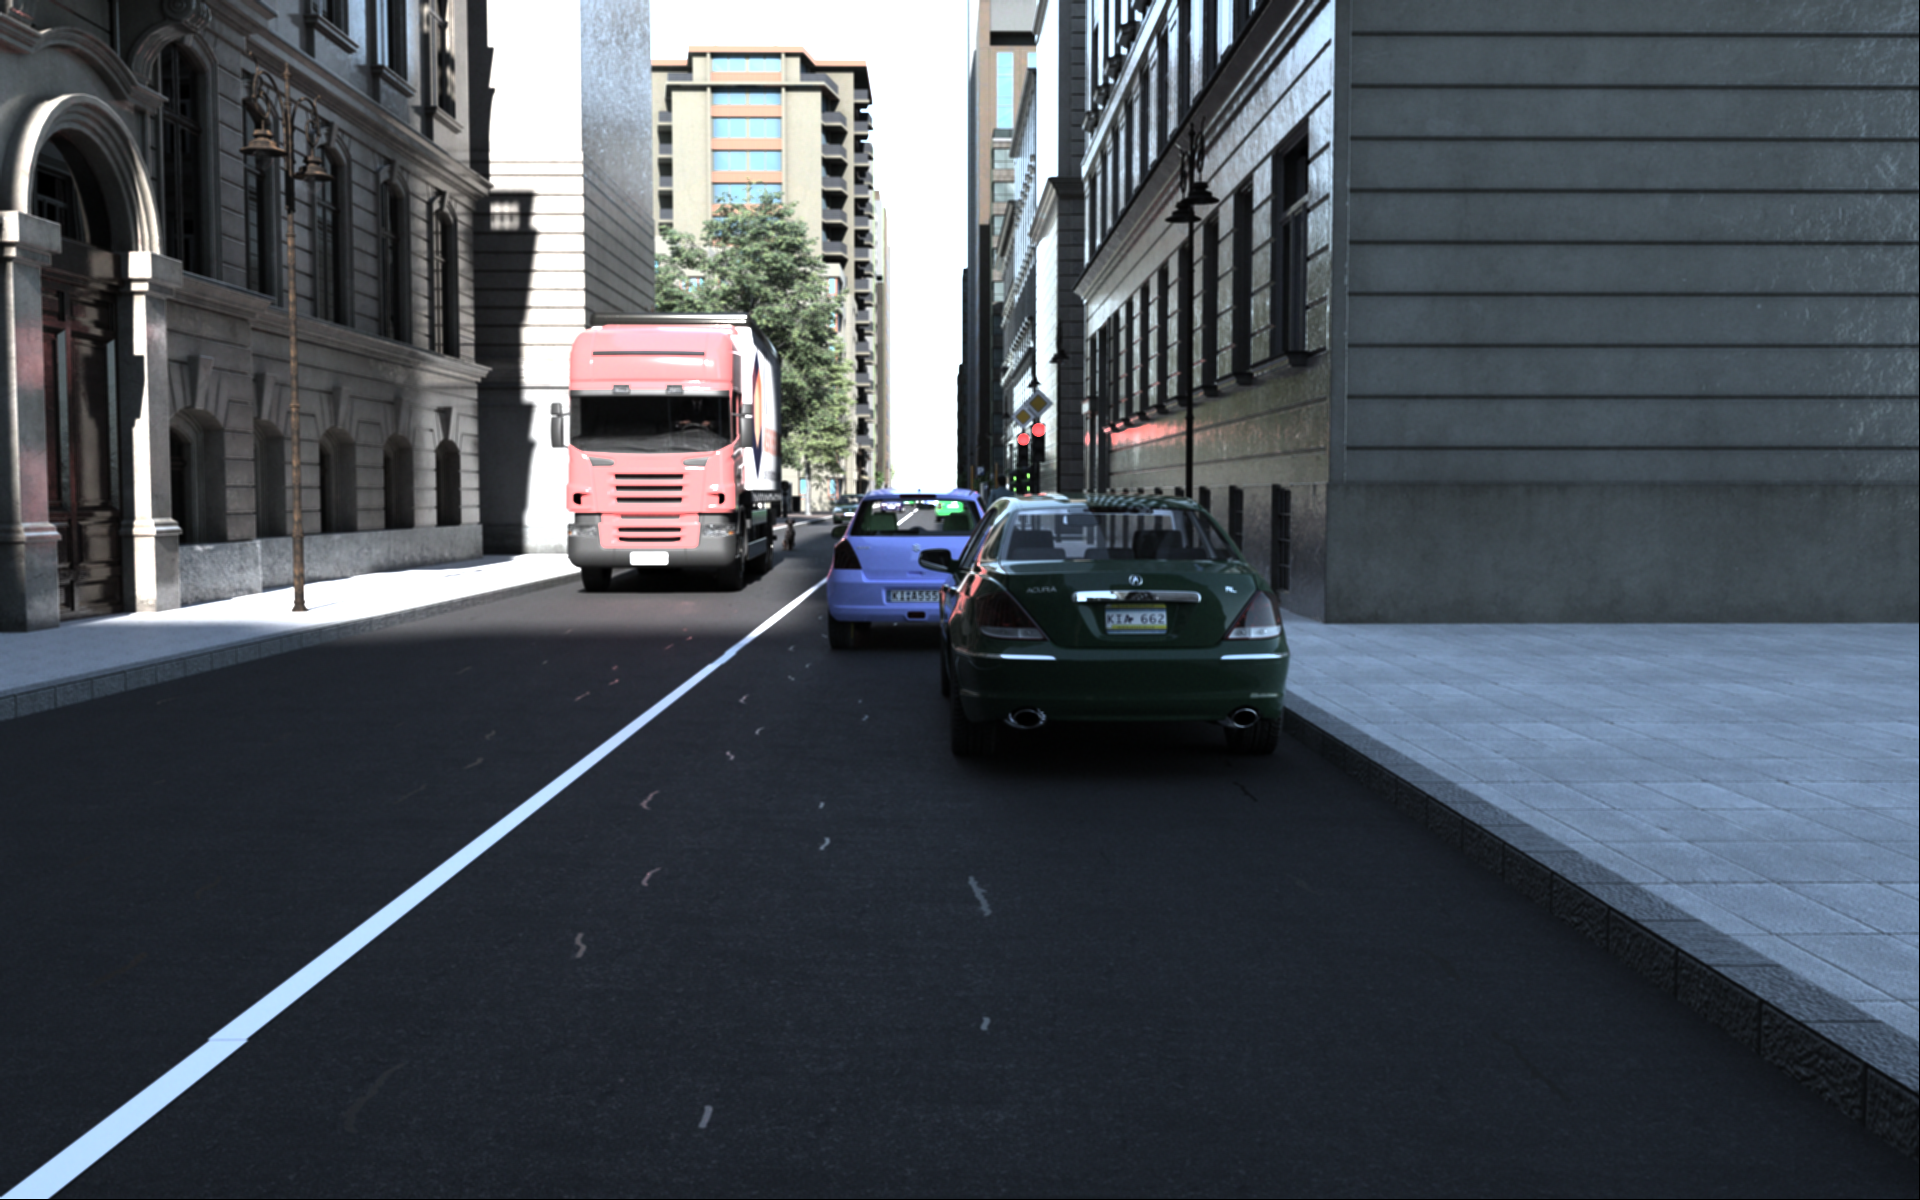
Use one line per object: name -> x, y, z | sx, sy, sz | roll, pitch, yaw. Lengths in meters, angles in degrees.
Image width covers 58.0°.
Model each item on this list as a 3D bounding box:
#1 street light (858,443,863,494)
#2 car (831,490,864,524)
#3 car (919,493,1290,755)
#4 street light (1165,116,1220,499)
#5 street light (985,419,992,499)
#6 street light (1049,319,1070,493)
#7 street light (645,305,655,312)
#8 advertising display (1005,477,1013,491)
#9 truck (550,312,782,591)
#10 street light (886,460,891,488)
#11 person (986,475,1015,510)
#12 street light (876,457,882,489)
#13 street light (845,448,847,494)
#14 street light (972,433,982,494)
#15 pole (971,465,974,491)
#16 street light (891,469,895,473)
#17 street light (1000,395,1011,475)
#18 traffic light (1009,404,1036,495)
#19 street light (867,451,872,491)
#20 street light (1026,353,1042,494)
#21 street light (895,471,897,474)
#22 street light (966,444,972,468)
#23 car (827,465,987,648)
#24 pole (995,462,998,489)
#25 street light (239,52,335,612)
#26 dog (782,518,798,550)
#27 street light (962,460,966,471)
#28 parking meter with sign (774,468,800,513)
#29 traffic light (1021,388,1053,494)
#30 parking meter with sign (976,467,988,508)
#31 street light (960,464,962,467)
street light -> -8.921, -11.122, 154.624 | 0.468, 5.910, 1.993 | 0, 4, -1
car -> -5.186, -4.522, 83.717 | 2.009, 1.686, 4.222 | 0, 4, 0
car -> 0.807, 0.051, 10.964 | 2.131, 1.459, 4.920 | 0, 4, -2
street light -> 2.886, -2.993, 21.719 | 0.468, 5.910, 1.993 | 0, 4, -1
street light -> 1.735, -8.068, 104.706 | 0.468, 5.910, 1.993 | 0, 4, -1
street light -> 2.617, -4.469, 45.854 | 0.468, 5.910, 1.993 | 0, 4, -1
street light -> -7.515, -4.264, 42.506 | 0.468, 5.910, 1.993 | 0, 4, -1
advertising display -> 1.811, -3.621, 64.416 | 0.123, 1.923, 0.974 | -1, 4, -8
truck -> -4.548, -2.454, 29.041 | 2.839, 4.237, 11.283 | 0, 4, -2
street light -> -10.065, -16.206, 237.761 | 0.468, 5.910, 1.993 | 0, 4, -1
person -> 0.853, -1.670, 35.821 | 0.660, 1.820, 0.620 | -1, 4, -22
street light -> -9.832, -14.752, 213.987 | 0.468, 5.910, 1.993 | 0, 4, -1
street light -> -8.623, -9.668, 130.851 | 0.468, 5.910, 1.993 | 0, 4, -1
street light -> 1.396, -9.811, 133.193 | 0.468, 5.910, 1.993 | 0, 4, -1
pole -> 0.874, -7.920, 123.338 | 0.158, 3.312, 0.155 | 0, 3, 0
street light -> -10.391, -17.660, 261.534 | 0.468, 5.910, 1.993 | 0, 4, -1
street light -> 2.123, -6.590, 80.541 | 0.468, 5.910, 1.993 | 0, 4, -1
traffic light -> 1.956, -3.993, 54.200 | 0.839, 4.253, 0.868 | 0, 4, -1
street light -> -9.300, -12.586, 178.560 | 0.468, 5.910, 1.993 | 0, 4, -1
street light -> 2.417, -5.136, 56.767 | 0.468, 5.910, 1.993 | 0, 4, -1
street light -> -10.665, -19.114, 285.308 | 0.468, 5.910, 1.993 | 0, 4, -1
street light -> 1.019, -11.277, 157.174 | 0.468, 5.910, 1.993 | 0, 4, -1
car -> -0.358, -0.477, 17.387 | 1.945, 1.707, 3.694 | 0, 4, 1
pole -> 2.349, -7.207, 111.673 | 0.158, 3.312, 0.155 | 0, 3, 0
street light -> -7.211, -2.810, 18.733 | 0.468, 5.910, 1.993 | 0, 4, -1
dog -> -4.302, -1.688, 44.435 | 0.513, 0.831, 0.800 | 2, 4, 24
street light -> 0.729, -12.763, 181.461 | 0.468, 5.910, 1.993 | 0, 4, -1
parking meter with sign -> -11.512, -7.261, 114.977 | 1.738, 3.016, 0.543 | 0, 4, -4
traffic light -> 2.062, -3.504, 46.215 | 0.839, 4.253, 0.868 | 0, 4, -1
parking meter with sign -> 1.539, -6.919, 109.394 | 0.543, 3.016, 1.738 | -1, 4, -17
street light -> 0.373, -14.236, 205.545 | 0.468, 5.910, 1.993 | 0, 4, -1
